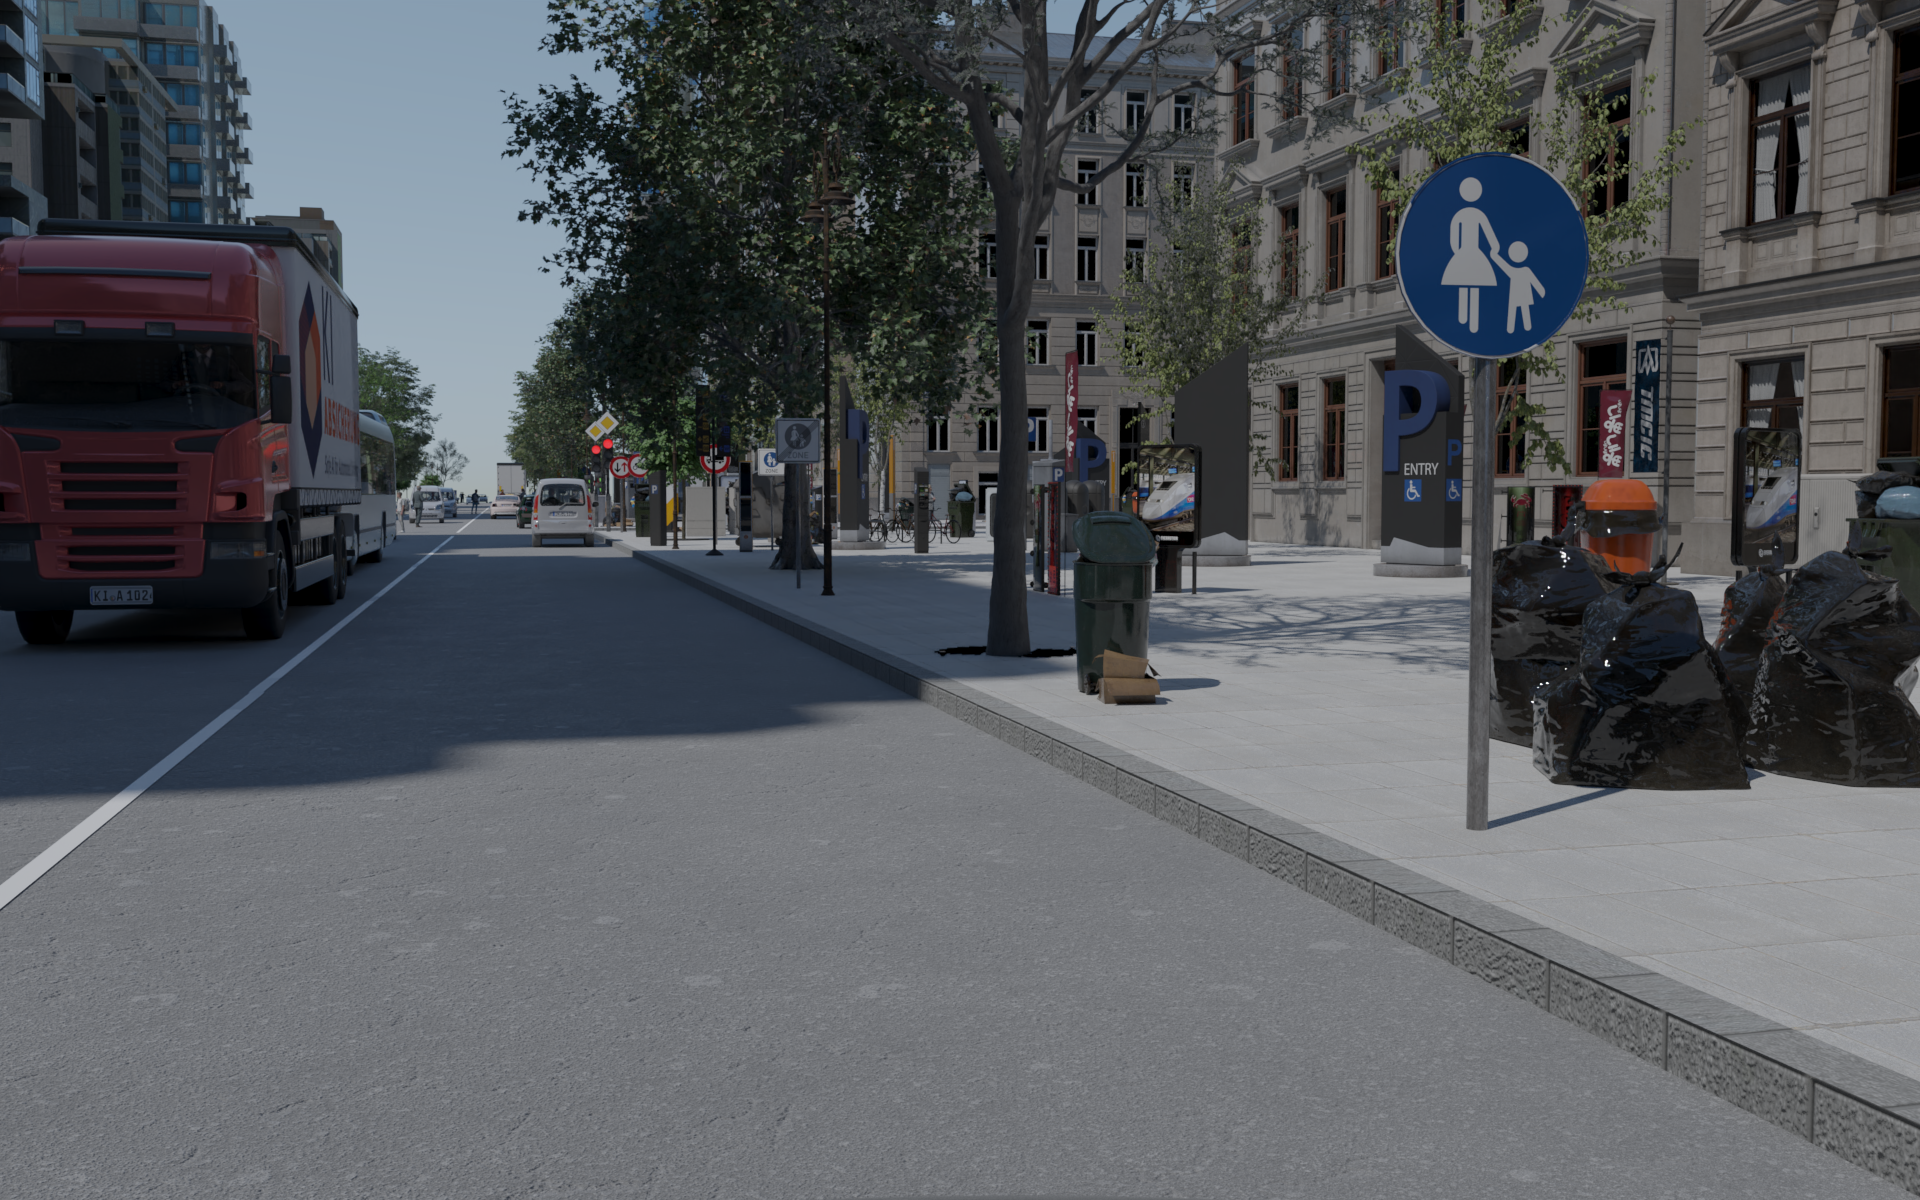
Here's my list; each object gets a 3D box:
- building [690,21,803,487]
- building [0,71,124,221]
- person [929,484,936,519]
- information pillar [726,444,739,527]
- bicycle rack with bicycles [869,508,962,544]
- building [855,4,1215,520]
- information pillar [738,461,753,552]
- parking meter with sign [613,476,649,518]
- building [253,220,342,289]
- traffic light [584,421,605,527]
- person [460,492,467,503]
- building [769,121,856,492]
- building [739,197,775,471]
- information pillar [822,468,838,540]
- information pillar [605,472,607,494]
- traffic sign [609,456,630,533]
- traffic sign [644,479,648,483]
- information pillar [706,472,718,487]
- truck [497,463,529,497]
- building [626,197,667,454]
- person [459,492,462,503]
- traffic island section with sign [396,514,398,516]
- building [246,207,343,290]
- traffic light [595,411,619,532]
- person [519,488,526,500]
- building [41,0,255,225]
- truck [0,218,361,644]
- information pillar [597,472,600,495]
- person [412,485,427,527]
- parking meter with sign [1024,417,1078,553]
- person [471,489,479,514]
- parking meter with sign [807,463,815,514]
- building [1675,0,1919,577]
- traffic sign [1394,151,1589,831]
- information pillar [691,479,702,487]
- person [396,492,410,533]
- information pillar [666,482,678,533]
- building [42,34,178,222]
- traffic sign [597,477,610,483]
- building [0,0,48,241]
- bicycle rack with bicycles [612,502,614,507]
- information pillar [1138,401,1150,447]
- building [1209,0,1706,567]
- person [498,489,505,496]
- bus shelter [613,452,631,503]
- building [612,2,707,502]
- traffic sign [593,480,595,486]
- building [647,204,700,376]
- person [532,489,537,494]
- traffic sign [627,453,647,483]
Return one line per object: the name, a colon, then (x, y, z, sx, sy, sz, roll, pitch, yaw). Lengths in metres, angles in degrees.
building: (-14.990, -44.410, 164.363, 20.563, 71.187, 20.611, -1, 4, -15)
building: (-65.719, -21.168, 117.792, 14.160, 30.474, 14.107, -1, 4, -15)
person: (-1.078, -3.428, 64.732, 0.526, 1.800, 0.537, 3, 5, 40)
information pillar: (-8.921, -4.684, 67.932, 0.504, 3.616, 0.183, -2, 4, -33)
bicycle rack with bicycles: (-1.702, -1.933, 44.986, 2.852, 0.926, 2.925, -2, 4, -35)
building: (7.415, -18.037, 92.173, 25.104, 27.353, 12.463, -1, 4, -15)
information pillar: (-4.742, -2.072, 38.363, 0.304, 2.012, 0.304, 0, 4, -6)
parking meter with sign: (-15.385, -5.203, 81.333, 1.738, 3.016, 0.543, -2, 4, -32)
building: (-100.315, -35.206, 259.213, 14.154, 41.232, 14.086, -1, 4, -15)
traffic light: (-14.015, -4.751, 66.604, 0.839, 4.253, 0.868, -1, 4, -15)
person: (-81.181, -16.784, 282.933, 1.348, 1.822, 0.705, -3, 5, -43)
building: (-4.319, -19.951, 112.105, 13.634, 28.700, 20.117, -1, 4, -15)
building: (-9.002, -21.164, 133.416, 14.401, 28.519, 23.554, -1, 4, -15)
information pillar: (-3.658, -2.711, 48.811, 0.304, 2.012, 0.304, 3, 5, 42)
information pillar: (-15.423, -5.158, 75.689, 0.183, 3.616, 0.504, -1, 4, -19)
traffic sign: (-11.265, -3.516, 57.593, 0.768, 2.556, 0.104, -1, 4, -14)
traffic sign: (-19.753, -6.661, 109.008, 0.768, 2.556, 0.104, 0, 4, -7)
information pillar: (-8.306, -3.280, 58.112, 0.304, 2.012, 0.304, -3, 4, -38)
truck: (-41.280, -10.446, 159.697, 2.839, 4.237, 11.283, -1, 4, -13)
building: (-42.724, -37.367, 261.057, 14.600, 45.320, 14.200, -1, 4, -15)
person: (-83.283, -17.170, 289.219, 1.348, 1.826, 0.705, 3, 4, 37)
traffic island section with sign: (-37.365, -6.333, 112.165, 1.989, 1.847, 2.006, -1, 4, -15)
building: (-104.739, -38.068, 272.524, 14.600, 45.320, 14.200, -1, 4, -15)
traffic light: (-11.990, -4.279, 58.879, 0.839, 4.253, 0.868, -1, 4, -15)
person: (-27.669, -6.139, 109.145, 0.573, 1.790, 0.520, 1, 4, 17)
building: (-80.883, -33.476, 166.935, 23.786, 49.044, 30.456, -1, 4, -15)
truck: (-8.713, -1.909, 20.121, 2.839, 4.237, 11.283, -1, 4, -15)
information pillar: (-24.722, -7.766, 118.321, 0.504, 3.616, 0.183, 0, 4, 6)
person: (-23.285, -4.038, 74.694, 0.661, 1.801, 0.590, 2, 4, 30)
parking meter with sign: (1.971, -2.588, 38.575, 0.543, 3.016, 1.738, -3, 4, -36)
person: (-34.633, -7.026, 123.726, 0.623, 1.781, 0.721, 0, 4, -2)
parking meter with sign: (-6.193, -4.441, 68.879, 0.543, 3.016, 1.738, -1, 4, -17)
building: (18.484, -9.492, 19.820, 10.561, 19.102, 19.286, -1, 4, -15)
traffic sign: (1.981, -0.395, 6.559, 0.768, 2.556, 0.104, -1, 4, -9)
information pillar: (-19.479, -8.339, 127.702, 0.504, 3.616, 0.183, 3, 5, 43)
person: (-20.738, -3.255, 64.322, 0.503, 1.515, 0.523, 1, 4, 20)
information pillar: (-9.592, -4.045, 57.486, 0.504, 3.616, 0.183, 2, 4, 25)
building: (-78.195, -27.397, 139.818, 32.217, 40.220, 23.993, -1, 4, -15)
traffic sign: (-21.245, -6.303, 103.165, 0.768, 2.556, 0.104, -1, 4, -14)
building: (-57.714, -47.102, 82.788, 22.319, 86.520, 31.000, -1, 4, -15)
bicycle rack with bicycles: (-22.507, -5.841, 108.887, 2.852, 0.926, 2.925, -1, 4, -9)
information pillar: (4.654, -3.220, 44.002, 0.183, 3.616, 0.504, 2, 4, 35)
building: (14.475, -12.478, 40.168, 11.583, 22.565, 21.152, -1, 4, -15)
person: (-38.631, -8.434, 146.362, 0.705, 1.831, 1.348, 3, 5, 43)
bus shelter: (-19.262, -6.636, 99.785, 1.731, 3.624, 6.357, -1, 4, -15)
building: (-45.083, -59.373, 283.418, 22.319, 86.520, 31.000, -1, 4, -15)
traffic sign: (-29.827, -8.552, 139.936, 0.768, 2.556, 0.104, -1, 4, -8)
building: (-39.405, -34.487, 247.457, 14.154, 41.232, 14.086, -1, 4, -15)
person: (-27.604, -6.341, 112.448, 0.793, 1.790, 0.793, 2, 4, 31)
traffic sign: (-9.965, -3.293, 53.952, 0.768, 2.556, 0.104, 0, 4, -6)
